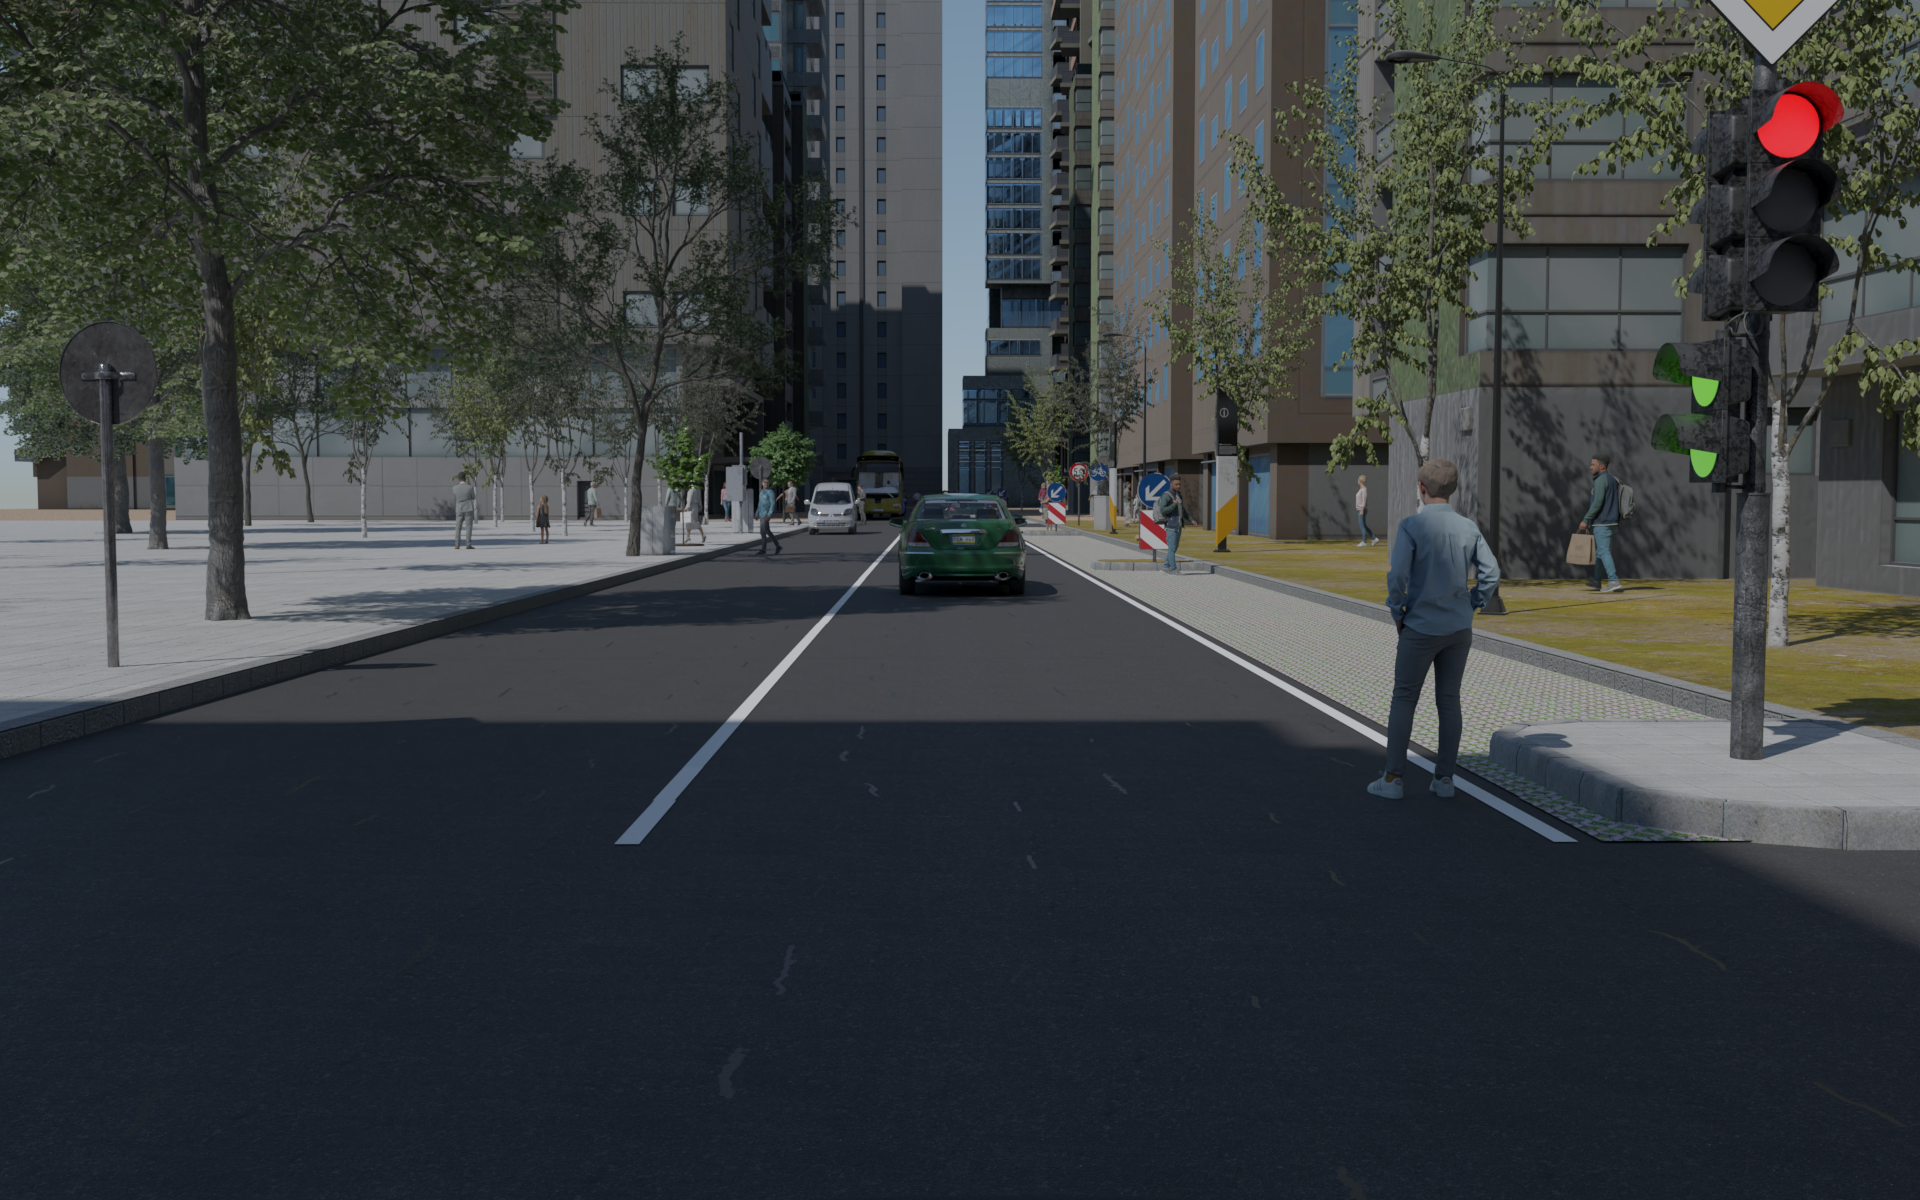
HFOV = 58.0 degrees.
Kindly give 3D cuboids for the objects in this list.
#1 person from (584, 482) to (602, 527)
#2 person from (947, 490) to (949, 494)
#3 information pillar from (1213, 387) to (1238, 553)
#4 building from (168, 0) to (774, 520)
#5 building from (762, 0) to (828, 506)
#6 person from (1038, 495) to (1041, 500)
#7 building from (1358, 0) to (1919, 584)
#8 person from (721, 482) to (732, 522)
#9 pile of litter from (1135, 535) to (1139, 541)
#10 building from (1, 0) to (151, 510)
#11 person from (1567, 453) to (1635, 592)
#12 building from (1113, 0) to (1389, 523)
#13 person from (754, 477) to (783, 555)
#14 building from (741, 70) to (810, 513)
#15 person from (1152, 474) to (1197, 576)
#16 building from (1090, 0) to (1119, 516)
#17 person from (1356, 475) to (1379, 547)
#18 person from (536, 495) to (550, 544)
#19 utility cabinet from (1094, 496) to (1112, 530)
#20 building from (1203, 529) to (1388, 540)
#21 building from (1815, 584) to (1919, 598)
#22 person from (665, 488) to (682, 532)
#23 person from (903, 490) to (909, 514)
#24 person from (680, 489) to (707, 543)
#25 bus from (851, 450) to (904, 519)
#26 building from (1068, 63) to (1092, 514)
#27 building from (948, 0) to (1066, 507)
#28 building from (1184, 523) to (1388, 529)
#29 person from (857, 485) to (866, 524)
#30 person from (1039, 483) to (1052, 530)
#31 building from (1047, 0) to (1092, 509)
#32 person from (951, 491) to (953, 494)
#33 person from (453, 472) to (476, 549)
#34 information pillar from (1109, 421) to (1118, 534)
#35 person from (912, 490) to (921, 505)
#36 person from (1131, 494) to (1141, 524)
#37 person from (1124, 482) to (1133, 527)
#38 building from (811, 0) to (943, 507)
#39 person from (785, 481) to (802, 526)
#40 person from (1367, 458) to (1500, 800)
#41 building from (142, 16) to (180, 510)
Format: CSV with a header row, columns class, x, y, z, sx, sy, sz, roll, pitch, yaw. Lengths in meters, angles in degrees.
class,x,y,z,sx,sy,sz,roll,pitch,yaw
person,-14.395,-3.753,67.893,0.515,1.767,0.782,-3,5,-42
person,-0.898,-7.609,133.727,1.217,1.723,0.721,0,4,6
information pillar,5.837,-2.851,37.977,0.504,3.616,0.183,-1,4,-18
building,-24.856,-30.996,96.022,28.713,52.752,27.495,0,4,-1
building,-26.595,-32.042,143.496,30.456,49.044,23.786,0,4,-1
person,7.704,-9.424,162.541,0.705,1.831,1.348,-2,4,-26
building,14.714,-21.297,31.808,14.154,41.232,14.086,0,4,-1
person,-10.768,-4.507,79.750,0.555,1.821,0.388,-3,5,-42
pile of litter,5.351,-2.037,47.271,1.176,0.858,1.719,1,4,9
building,-70.583,-30.453,148.021,14.200,45.320,14.600,0,4,-1
person,8.392,-1.021,22.714,0.794,1.824,0.713,-2,4,-30
building,15.728,-26.969,91.052,14.600,45.320,14.200,0,4,-1
person,-4.493,-1.980,40.738,0.748,1.841,0.638,-1,4,-22
building,-17.906,-21.225,118.731,14.160,30.474,14.107,0,4,-1
person,3.719,-1.305,30.178,0.721,1.781,0.623,2,4,26
building,14.864,-25.794,105.323,14.154,41.232,14.086,0,4,-1
person,9.953,-2.178,42.328,0.598,1.740,0.731,0,4,0
person,-10.700,-2.059,44.384,0.362,1.253,0.373,-3,5,-40
utility cabinet,5.159,-3.123,62.228,0.306,1.237,1.020,-1,4,-21
building,15.298,-24.690,53.794,14.600,45.320,14.200,0,4,-1
building,17.918,-20.332,16.020,14.086,41.232,14.154,0,4,-1
person,-9.722,-3.217,59.124,0.515,1.767,0.782,3,4,37
person,-4.058,-7.192,126.624,0.617,1.759,0.750,1,4,16
person,-6.995,-2.397,45.586,0.624,1.780,0.694,2,4,33
bus,-4.631,-6.696,101.020,2.896,3.916,12.252,0,4,-1
building,14.395,-21.306,120.047,14.160,30.474,14.107,0,4,-1
building,14.220,-53.001,179.232,31.000,86.520,22.319,0,4,-1
building,15.314,-26.045,75.954,14.600,45.320,14.200,0,4,-1
person,-4.673,-4.502,81.908,0.447,1.846,0.655,-2,4,-24
person,3.086,-3.253,61.660,0.580,1.828,0.573,1,4,18
building,18.728,-29.801,141.864,22.147,44.769,28.867,0,4,-1
person,-0.659,-8.768,152.580,1.217,1.736,0.721,-1,4,-15
person,-11.549,-2.089,40.381,0.511,1.800,0.466,-1,4,-13
information pillar,4.930,-3.936,55.708,0.183,3.616,0.504,-1,4,-14
person,-3.042,-6.906,122.345,0.756,1.711,0.436,-1,4,-16
person,7.580,-3.931,74.586,0.394,1.301,0.425,3,4,37
person,6.579,-3.726,67.508,0.362,1.759,0.519,0,4,-7
building,-15.846,-39.002,179.674,28.212,58.520,21.231,0,4,-1
person,-6.864,-3.943,70.625,0.853,1.813,0.709,-3,5,-39
person,2.254,0.128,8.225,0.589,1.601,0.330,0,4,-2
building,-52.637,-31.849,144.433,21.600,48.544,21.300,0,4,-1
